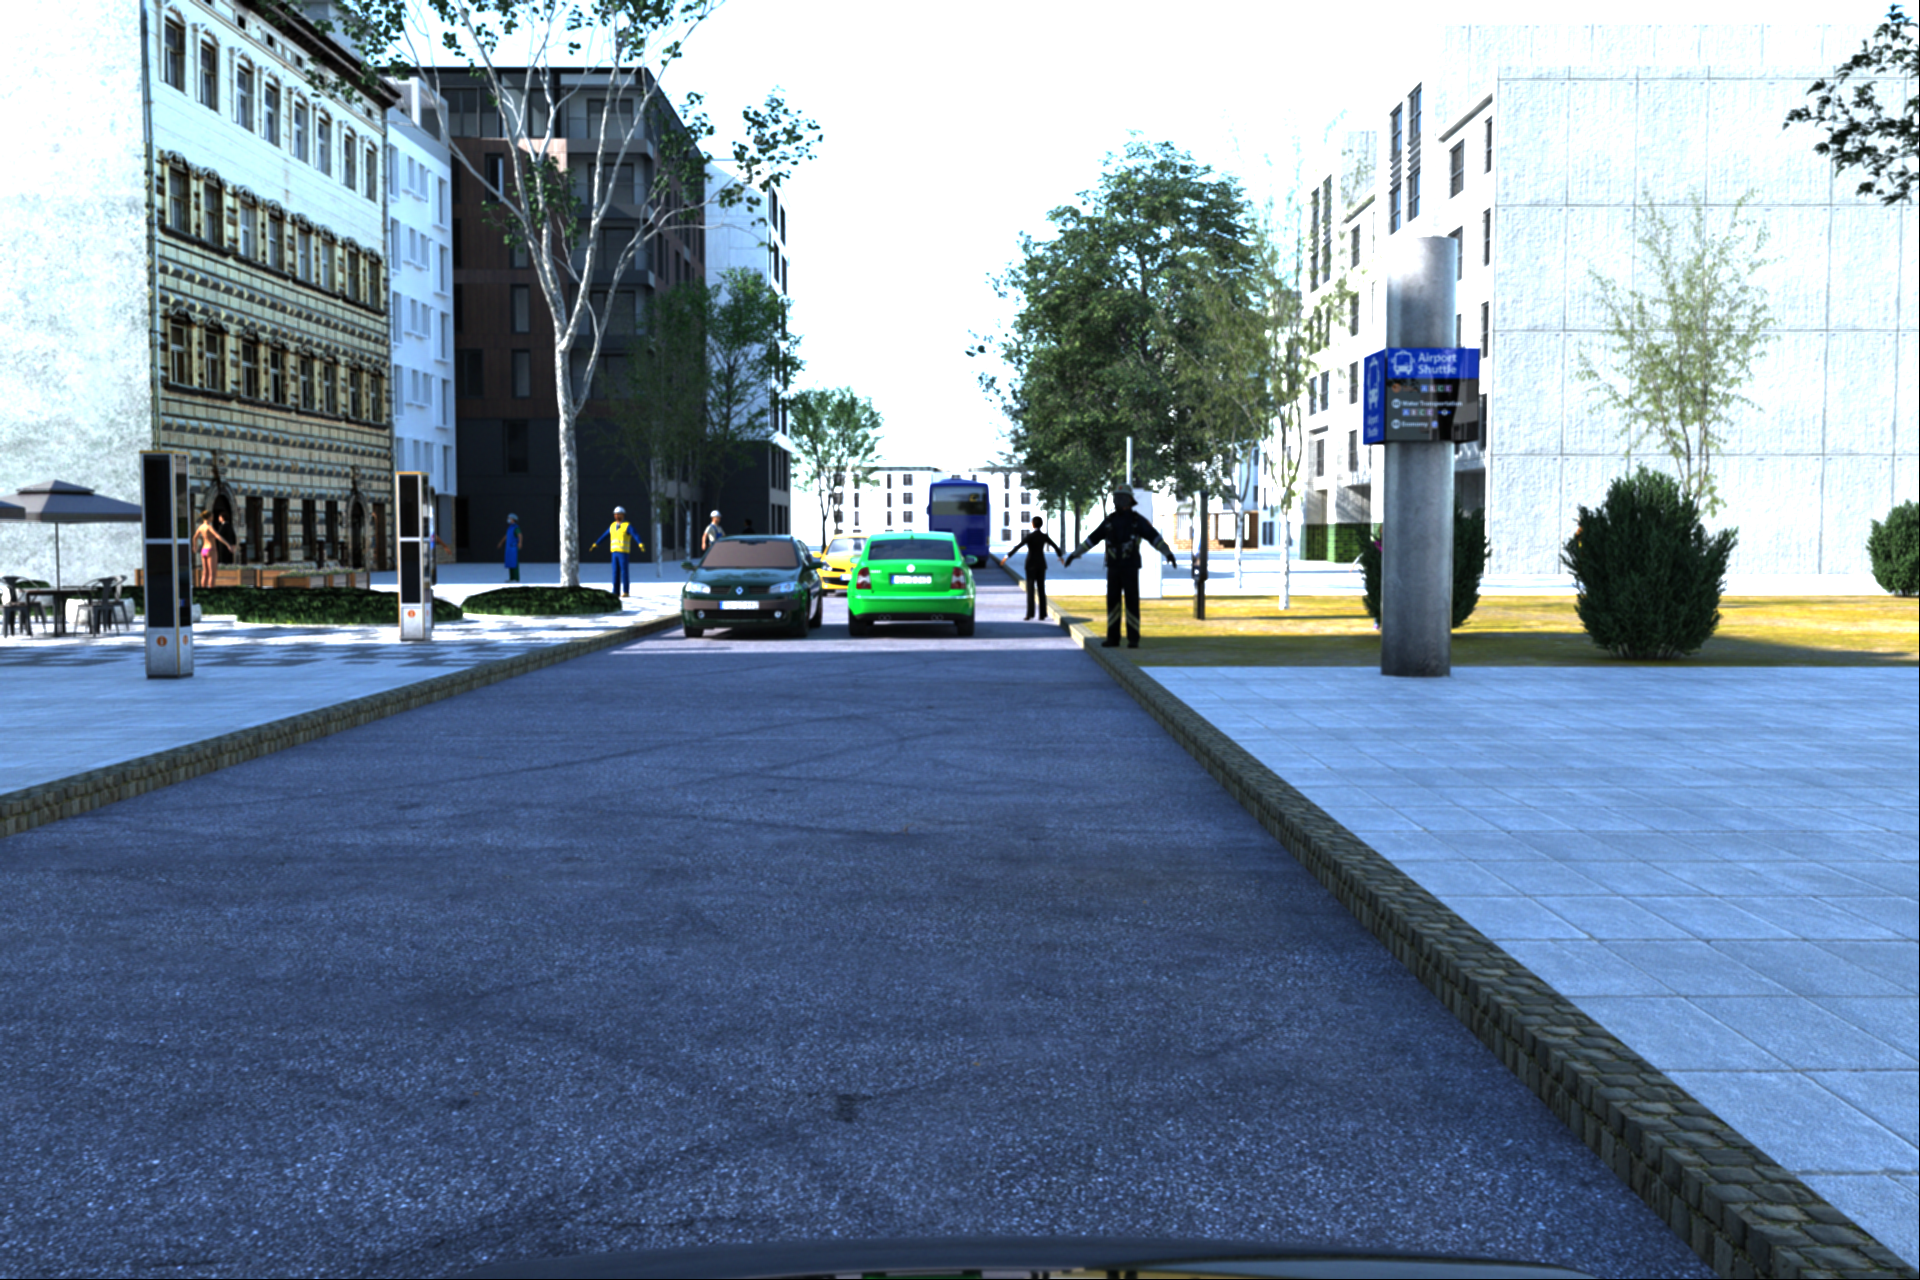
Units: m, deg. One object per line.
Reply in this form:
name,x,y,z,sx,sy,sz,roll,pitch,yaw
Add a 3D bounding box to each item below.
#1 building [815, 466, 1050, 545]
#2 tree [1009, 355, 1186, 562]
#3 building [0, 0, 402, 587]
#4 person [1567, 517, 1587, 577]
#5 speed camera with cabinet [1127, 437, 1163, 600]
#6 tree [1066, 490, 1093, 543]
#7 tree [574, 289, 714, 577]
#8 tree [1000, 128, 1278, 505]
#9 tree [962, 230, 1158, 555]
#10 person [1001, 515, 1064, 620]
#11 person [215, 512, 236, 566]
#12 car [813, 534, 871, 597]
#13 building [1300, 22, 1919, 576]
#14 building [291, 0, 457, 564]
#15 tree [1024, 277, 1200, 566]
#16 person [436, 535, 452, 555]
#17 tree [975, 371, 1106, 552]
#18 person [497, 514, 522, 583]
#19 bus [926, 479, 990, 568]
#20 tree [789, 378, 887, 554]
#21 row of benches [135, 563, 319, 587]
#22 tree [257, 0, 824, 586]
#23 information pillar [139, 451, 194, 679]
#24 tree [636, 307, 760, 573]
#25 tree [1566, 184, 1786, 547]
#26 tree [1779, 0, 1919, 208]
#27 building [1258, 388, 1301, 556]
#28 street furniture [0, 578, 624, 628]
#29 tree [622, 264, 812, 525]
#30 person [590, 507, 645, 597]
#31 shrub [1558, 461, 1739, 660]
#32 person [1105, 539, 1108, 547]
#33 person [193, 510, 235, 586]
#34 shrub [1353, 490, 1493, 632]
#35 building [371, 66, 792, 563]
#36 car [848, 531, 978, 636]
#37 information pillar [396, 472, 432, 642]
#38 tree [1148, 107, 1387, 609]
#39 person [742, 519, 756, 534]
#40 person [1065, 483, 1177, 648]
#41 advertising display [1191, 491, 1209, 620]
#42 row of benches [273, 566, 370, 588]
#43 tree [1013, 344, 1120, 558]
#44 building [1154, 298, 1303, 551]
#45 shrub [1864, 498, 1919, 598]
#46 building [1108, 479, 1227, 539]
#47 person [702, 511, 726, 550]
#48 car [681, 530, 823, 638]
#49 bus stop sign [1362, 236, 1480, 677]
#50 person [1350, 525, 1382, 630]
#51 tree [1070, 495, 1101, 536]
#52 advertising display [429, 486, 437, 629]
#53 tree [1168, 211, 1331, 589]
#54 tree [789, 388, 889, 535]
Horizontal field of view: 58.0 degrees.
building,-3.083,-16.431,213.246,28.070,9.664,9.099,0,4,7
tree,6.769,-8.925,80.335,8.767,10.594,7.601,-1,4,-21
building,-28.799,-13.431,50.523,19.493,23.208,18.063,0,4,0
person,18.634,-2.822,51.916,1.354,1.858,0.705,-3,5,-42
speed camera with cabinet,3.659,-2.469,34.709,0.660,3.252,2.038,0,4,-1
tree,14.418,-15.777,208.308,4.737,8.622,4.395,0,3,0
tree,-8.748,-6.180,51.405,4.360,8.622,3.978,0,3,0
tree,5.962,-9.155,56.346,9.857,13.997,8.962,0,3,0
tree,6.037,-15.388,107.483,12.611,20.169,13.585,0,3,0
person,1.226,-1.201,28.809,1.216,1.740,0.721,-2,4,-29
person,-17.798,-2.184,41.896,0.705,1.806,1.347,0,4,3
car,-2.417,-1.875,40.885,2.015,1.641,3.980,0,3,0
building,24.888,-12.372,68.735,16.747,18.905,31.486,0,4,1
building,-27.021,-12.600,62.424,16.016,20.090,11.380,0,4,0
tree,6.326,-8.820,69.967,9.928,11.665,9.643,0,3,0
person,-9.492,-1.507,30.788,0.704,1.843,1.345,1,4,15
tree,6.201,-13.026,123.348,12.009,13.543,11.850,0,3,0
person,-11.776,-2.408,45.502,0.704,1.817,1.347,-3,4,-39
bus,-0.110,-5.187,76.357,2.896,3.916,12.251,0,4,-1
tree,-8.845,-11.512,113.979,9.928,11.665,9.643,0,3,0
row of benches,-15.426,-1.295,36.633,4.104,0.672,1.422,1,4,12
tree,-8.593,-11.124,37.772,12.611,20.169,13.585,0,3,0
information pillar,-7.048,-0.667,15.397,0.304,2.012,0.304,0,4,0
tree,-9.092,-6.503,56.682,4.360,8.622,3.978,0,3,0
tree,15.437,-5.227,35.824,4.360,8.622,3.978,0,3,0
tree,6.602,-4.477,7.608,8.767,10.594,7.601,2,4,35
building,23.821,-9.599,99.093,9.099,9.664,28.070,0,4,0
street furniture,-10.529,-0.677,26.694,10.072,0.657,5.734,0,4,3
tree,-9.267,-8.596,66.296,9.928,11.665,9.643,0,3,0
person,-6.913,-1.786,35.163,1.349,1.833,0.705,2,4,26
shrub,7.050,-0.816,17.764,1.690,2.028,1.600,0,3,0
person,4.755,-2.861,52.970,0.705,1.806,1.347,-2,4,-27
person,-14.358,-1.620,33.283,1.217,1.733,0.721,2,4,32
shrub,5.756,-1.069,21.517,1.661,2.075,1.752,0,3,0
building,-24.352,-15.189,92.308,27.936,21.610,32.646,0,4,-1
car,-0.700,-1.036,25.732,1.959,1.807,4.718,0,4,-1
information pillar,-6.512,-0.990,20.671,0.304,2.012,0.304,0,4,1
tree,5.773,-4.830,29.331,4.360,8.622,3.978,0,3,0
person,-6.566,-2.834,53.050,0.721,1.740,1.216,2,4,29
person,1.838,-0.846,19.609,1.354,1.856,0.705,2,4,28
advertising display,3.615,-1.279,26.120,0.123,1.923,0.974,0,4,1
row of benches,-11.752,-1.009,31.960,1.422,0.672,4.104,0,4,-4
tree,6.498,-10.582,91.145,7.486,12.596,7.792,0,3,0
building,21.659,-17.712,146.015,16.016,20.090,11.380,0,4,1
shrub,19.242,-1.876,35.084,1.690,2.028,1.600,0,3,0
building,20.811,-14.377,177.203,9.099,9.664,28.070,0,3,0
person,-5.945,-2.231,42.339,0.705,1.847,1.347,2,4,26
car,-2.969,-0.944,25.215,2.009,1.686,4.222,0,4,0
bus stop sign,4.155,-1.631,15.684,0.837,3.901,0.837,0,4,0
person,5.717,-0.855,23.239,0.991,1.433,0.599,0,4,-1
tree,15.549,-16.148,214.375,4.737,8.622,4.395,0,3,0
advertising display,-7.143,-1.083,22.923,0.123,1.923,0.974,0,4,1
tree,6.421,-5.482,39.988,4.360,8.622,3.978,0,3,0
tree,-8.830,-12.079,123.249,9.928,11.665,9.643,0,3,0
